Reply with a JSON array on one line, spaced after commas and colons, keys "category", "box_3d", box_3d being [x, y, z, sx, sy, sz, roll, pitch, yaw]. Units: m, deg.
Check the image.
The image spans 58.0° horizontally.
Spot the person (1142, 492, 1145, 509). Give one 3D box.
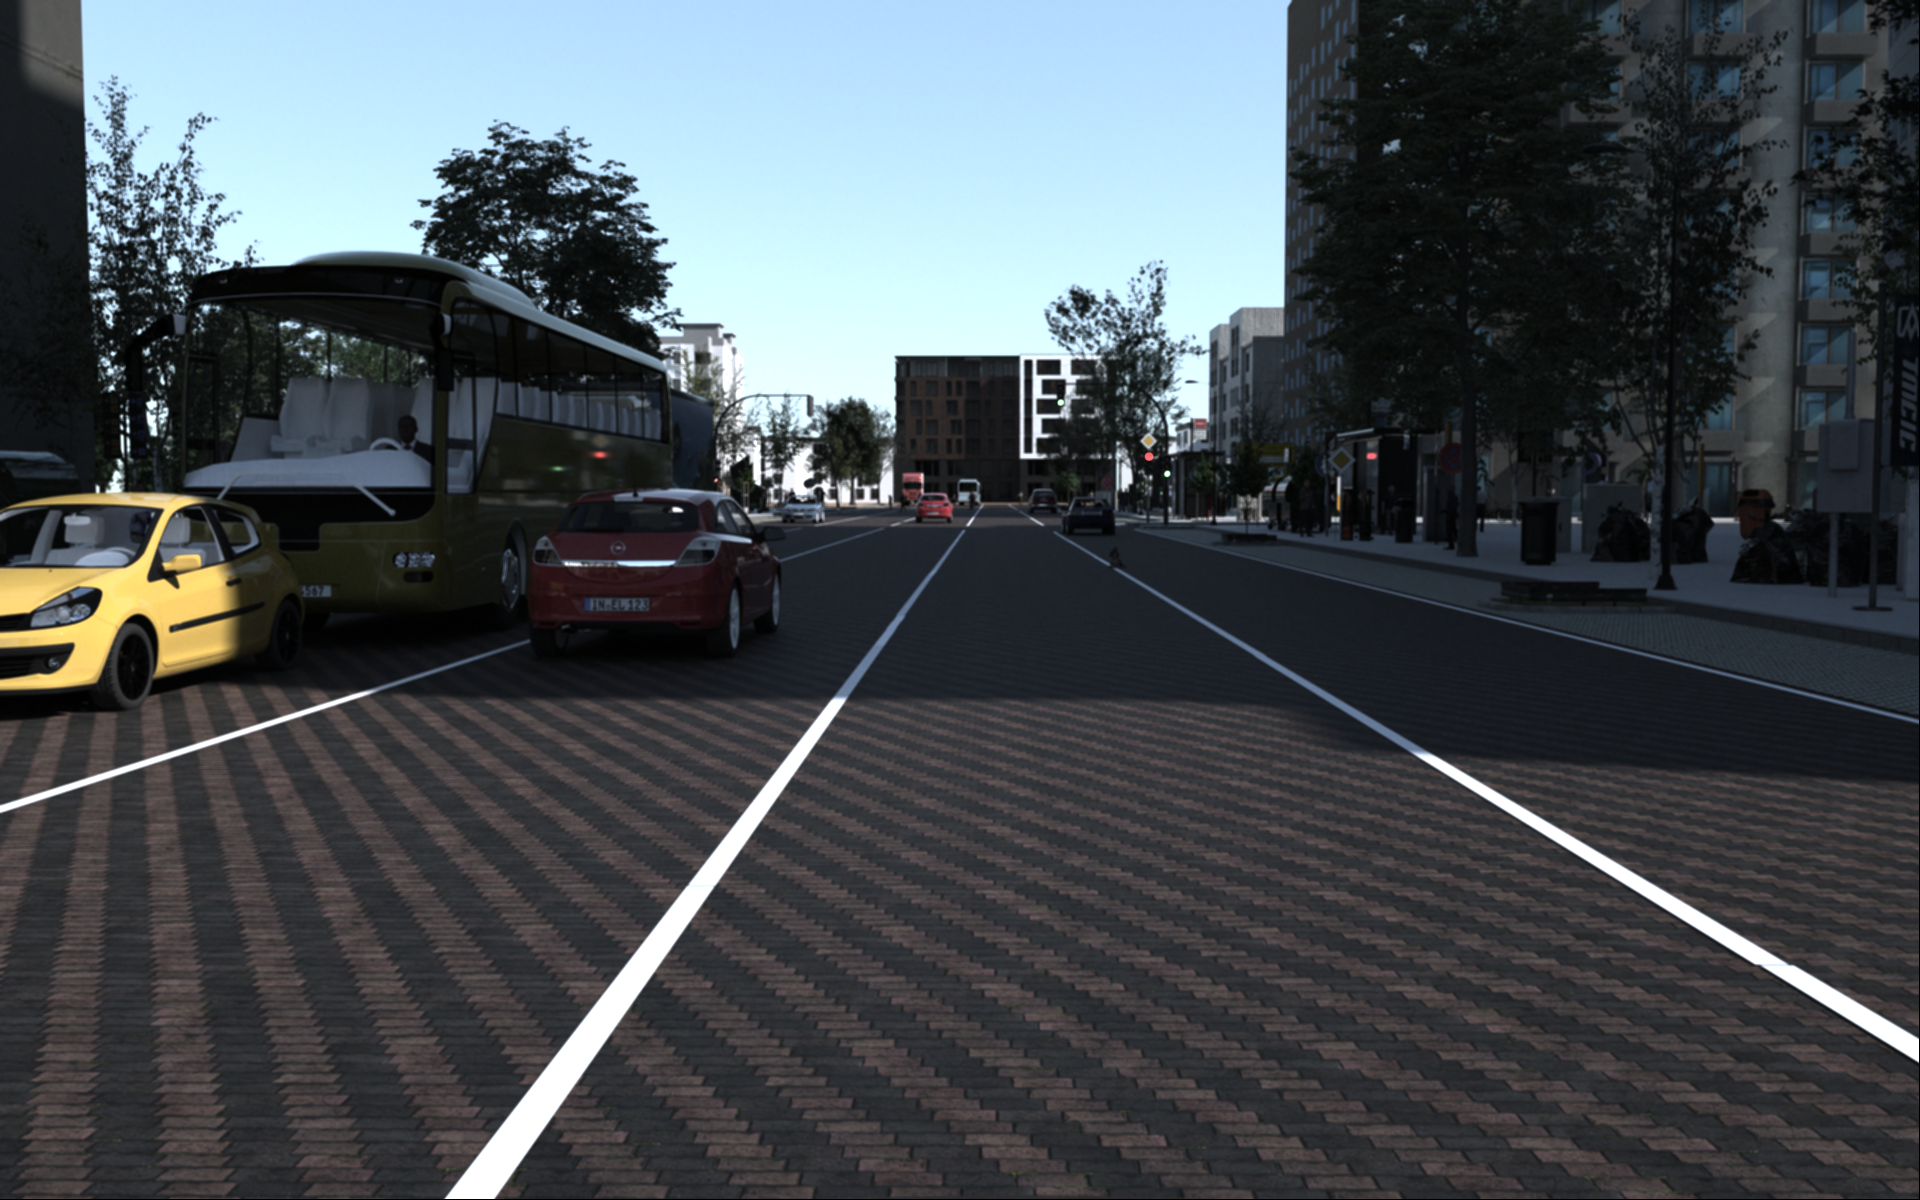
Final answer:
[{"category": "person", "box_3d": [15.763, -8.540, 148.902, 0.421, 1.427, 0.697, -1, 4, -19]}]

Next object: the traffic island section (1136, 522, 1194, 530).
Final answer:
[{"category": "traffic island section", "box_3d": [8.450, -2.979, 70.984, 2.009, 0.180, 2.903, 0, 4, 1]}]

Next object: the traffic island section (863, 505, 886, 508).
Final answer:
[{"category": "traffic island section", "box_3d": [-9.060, -9.679, 181.109, 1.991, 0.108, 1.994, 0, 4, 1]}]

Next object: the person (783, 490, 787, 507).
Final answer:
[{"category": "person", "box_3d": [-17.184, -9.959, 169.817, 0.436, 1.711, 0.756, 1, 4, 8]}]

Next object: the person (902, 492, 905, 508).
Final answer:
[{"category": "person", "box_3d": [-5.875, -10.295, 178.300, 0.415, 1.643, 0.593, -3, 5, -41]}]

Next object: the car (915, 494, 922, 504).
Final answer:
[{"category": "car", "box_3d": [-3.322, -9.543, 166.253, 2.015, 1.641, 3.980, 0, 4, 1]}]

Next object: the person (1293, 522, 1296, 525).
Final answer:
[{"category": "person", "box_3d": [12.982, -3.487, 66.959, 0.340, 1.345, 0.435, 0, 4, -7]}]

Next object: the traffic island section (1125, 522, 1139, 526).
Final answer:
[{"category": "traffic island section", "box_3d": [8.593, -3.467, 78.968, 2.009, 0.180, 2.903, 0, 4, 1]}]

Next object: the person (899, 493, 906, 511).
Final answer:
[{"category": "person", "box_3d": [-4.723, -8.057, 142.767, 0.480, 1.512, 0.613, 3, 5, 43]}]

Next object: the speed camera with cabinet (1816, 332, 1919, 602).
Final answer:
[{"category": "speed camera with cabinet", "box_3d": [11.480, -1.622, 20.850, 0.660, 3.252, 2.038, -3, 4, -38]}]

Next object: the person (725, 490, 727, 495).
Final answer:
[{"category": "person", "box_3d": [-24.281, -10.490, 178.285, 0.721, 1.736, 1.217, -2, 4, -34]}]

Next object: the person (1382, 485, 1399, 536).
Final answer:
[{"category": "person", "box_3d": [13.308, -2.752, 53.243, 0.569, 1.553, 0.471, 2, 4, 28]}]

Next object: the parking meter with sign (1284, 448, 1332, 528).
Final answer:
[{"category": "parking meter with sign", "box_3d": [13.195, -4.242, 65.616, 1.738, 3.016, 0.543, -1, 4, -9]}]

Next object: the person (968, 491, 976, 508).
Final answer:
[{"category": "person", "box_3d": [1.242, -10.273, 176.996, 0.750, 1.759, 0.617, -2, 4, -33]}]

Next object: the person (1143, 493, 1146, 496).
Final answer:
[{"category": "person", "box_3d": [16.998, -9.322, 159.165, 0.721, 1.736, 1.217, -1, 4, -10]}]

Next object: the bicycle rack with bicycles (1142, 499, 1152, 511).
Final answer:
[{"category": "bicycle rack with bicycles", "box_3d": [14.047, -6.583, 121.015, 2.852, 0.926, 2.925, 2, 4, 35]}]

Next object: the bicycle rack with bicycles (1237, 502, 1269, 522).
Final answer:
[{"category": "bicycle rack with bicycles", "box_3d": [13.815, -4.069, 79.906, 2.852, 0.926, 2.925, 2, 4, 35]}]

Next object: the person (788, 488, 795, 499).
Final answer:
[{"category": "person", "box_3d": [-12.495, -7.447, 128.713, 0.541, 1.710, 0.530, 1, 4, 17]}]

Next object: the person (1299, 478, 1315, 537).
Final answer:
[{"category": "person", "box_3d": [10.439, -2.762, 51.735, 0.617, 1.759, 0.750, -1, 4, -21]}]

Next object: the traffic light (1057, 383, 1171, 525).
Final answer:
[{"category": "traffic light", "box_3d": [6.318, -5.878, 70.766, 4.771, 5.953, 1.251, 0, 4, 1]}]

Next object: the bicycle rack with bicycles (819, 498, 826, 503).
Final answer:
[{"category": "bicycle rack with bicycles", "box_3d": [-12.587, -8.158, 146.767, 2.852, 0.926, 2.925, -2, 4, -29]}]

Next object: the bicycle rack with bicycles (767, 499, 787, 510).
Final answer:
[{"category": "bicycle rack with bicycles", "box_3d": [-13.751, -7.551, 136.841, 2.925, 0.926, 2.852, -1, 4, -10]}]

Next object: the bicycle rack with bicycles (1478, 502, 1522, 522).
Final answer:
[{"category": "bicycle rack with bicycles", "box_3d": [25.596, -4.044, 79.497, 2.852, 0.926, 2.925, -2, 4, -34]}]

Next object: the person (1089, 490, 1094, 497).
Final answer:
[{"category": "person", "box_3d": [15.260, -11.809, 199.908, 1.217, 1.735, 0.721, -3, 5, -43]}]

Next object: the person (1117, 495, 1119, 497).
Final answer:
[{"category": "person", "box_3d": [14.901, -9.725, 165.837, 0.721, 1.735, 1.217, 3, 5, 41]}]

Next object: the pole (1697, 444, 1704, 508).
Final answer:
[{"category": "pole", "box_3d": [30.027, -4.672, 70.233, 0.158, 3.312, 0.155, 0, 3, 0]}]

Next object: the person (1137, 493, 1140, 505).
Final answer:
[{"category": "person", "box_3d": [20.994, -12.008, 205.630, 0.557, 1.426, 1.065, -2, 4, -35]}]

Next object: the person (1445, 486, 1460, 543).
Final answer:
[{"category": "person", "box_3d": [13.038, -2.266, 45.459, 0.546, 1.535, 0.453, 1, 4, 12]}]

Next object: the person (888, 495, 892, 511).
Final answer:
[{"category": "person", "box_3d": [-5.751, -7.991, 143.055, 0.435, 1.345, 0.340, 2, 4, 34]}]

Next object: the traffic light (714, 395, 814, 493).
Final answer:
[{"category": "traffic light", "box_3d": [-9.072, -6.393, 79.187, 4.771, 5.953, 1.251, 0, 4, 1]}]

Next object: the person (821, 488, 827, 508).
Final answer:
[{"category": "person", "box_3d": [-12.536, -9.247, 157.252, 1.348, 1.821, 0.705, -3, 5, -44]}]

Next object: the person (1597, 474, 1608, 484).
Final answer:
[{"category": "person", "box_3d": [17.660, -2.547, 47.556, 0.709, 1.838, 0.599, 2, 4, 35]}]

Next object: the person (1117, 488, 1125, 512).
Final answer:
[{"category": "person", "box_3d": [11.423, -7.085, 122.798, 0.530, 1.710, 0.541, 0, 4, -8]}]

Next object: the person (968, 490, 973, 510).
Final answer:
[{"category": "person", "box_3d": [0.977, -9.302, 160.664, 0.705, 1.814, 1.350, 1, 4, 17]}]

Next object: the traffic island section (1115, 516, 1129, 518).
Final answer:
[{"category": "traffic island section", "box_3d": [9.029, -4.940, 103.629, 1.991, 0.108, 1.994, 0, 4, 1]}]

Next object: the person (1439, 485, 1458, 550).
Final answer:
[{"category": "person", "box_3d": [11.331, -1.915, 40.041, 0.574, 1.496, 0.600, -3, 4, -38]}]

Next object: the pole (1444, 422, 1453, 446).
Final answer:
[{"category": "pole", "box_3d": [13.810, -3.376, 49.043, 0.158, 3.312, 0.155, 0, 3, 0]}]

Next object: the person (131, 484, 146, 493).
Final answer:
[{"category": "person", "box_3d": [-11.341, -0.817, 23.929, 0.319, 1.574, 0.516, -3, 5, -40]}]

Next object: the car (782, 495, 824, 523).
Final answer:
[{"category": "car", "box_3d": [-7.834, -4.572, 86.761, 2.014, 1.417, 4.499, 0, 4, 2]}]

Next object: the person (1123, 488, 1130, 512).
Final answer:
[{"category": "person", "box_3d": [12.160, -7.327, 126.759, 0.541, 1.710, 0.530, 1, 4, 22]}]

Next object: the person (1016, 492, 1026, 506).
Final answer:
[{"category": "person", "box_3d": [7.429, -12.367, 211.430, 1.217, 1.736, 0.721, -1, 4, -9]}]

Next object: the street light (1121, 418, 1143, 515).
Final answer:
[{"category": "street light", "box_3d": [10.482, -8.130, 105.463, 1.470, 5.913, 1.316, 0, 4, 1]}]

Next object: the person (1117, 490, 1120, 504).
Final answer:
[{"category": "person", "box_3d": [19.614, -12.776, 215.032, 1.348, 1.812, 0.705, 0, 4, 5]}]

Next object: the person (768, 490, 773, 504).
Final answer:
[{"category": "person", "box_3d": [-25.371, -13.764, 231.610, 0.721, 1.766, 1.217, 1, 4, 18]}]

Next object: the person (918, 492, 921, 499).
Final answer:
[{"category": "person", "box_3d": [-3.604, -8.801, 154.264, 0.662, 1.594, 0.647, -2, 4, -32]}]

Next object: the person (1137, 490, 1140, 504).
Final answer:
[{"category": "person", "box_3d": [22.050, -12.720, 214.038, 1.348, 1.821, 0.705, -2, 4, -35]}]

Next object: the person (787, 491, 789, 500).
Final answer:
[{"category": "person", "box_3d": [-22.127, -13.192, 222.445, 1.217, 1.736, 0.721, 0, 3, 0]}]

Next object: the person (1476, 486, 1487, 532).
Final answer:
[{"category": "person", "box_3d": [17.517, -3.078, 58.575, 0.614, 1.554, 0.590, 1, 4, 13]}]

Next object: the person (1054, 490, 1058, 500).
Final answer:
[{"category": "person", "box_3d": [9.767, -10.349, 177.792, 0.705, 1.814, 1.350, -1, 4, -22]}]

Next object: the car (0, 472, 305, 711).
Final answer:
[{"category": "car", "box_3d": [-6.304, -0.151, 12.685, 2.015, 1.641, 3.980, 0, 4, 1]}]

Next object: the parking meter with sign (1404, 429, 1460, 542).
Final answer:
[{"category": "parking meter with sign", "box_3d": [12.868, -3.080, 46.615, 1.738, 3.016, 0.543, 0, 4, -1]}]

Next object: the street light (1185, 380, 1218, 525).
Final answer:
[{"category": "street light", "box_3d": [9.872, -6.012, 70.832, 1.470, 5.913, 1.316, 0, 4, 1]}]

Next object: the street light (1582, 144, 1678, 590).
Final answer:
[{"category": "street light", "box_3d": [8.951, -3.094, 23.131, 1.470, 5.913, 1.316, 0, 4, 1]}]

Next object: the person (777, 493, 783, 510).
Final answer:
[{"category": "person", "box_3d": [-14.925, -8.153, 143.247, 0.435, 1.345, 0.340, -2, 4, -28]}]

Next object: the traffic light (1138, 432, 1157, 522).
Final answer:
[{"category": "traffic light", "box_3d": [8.553, -5.501, 78.854, 0.839, 4.253, 0.868, 0, 4, 1]}]

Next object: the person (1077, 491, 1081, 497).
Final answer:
[{"category": "person", "box_3d": [11.989, -10.240, 174.932, 0.415, 1.643, 0.593, 2, 4, 24]}]

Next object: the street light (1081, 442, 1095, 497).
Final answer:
[{"category": "street light", "box_3d": [11.370, -11.054, 153.275, 1.470, 5.913, 1.316, 0, 4, 1]}]

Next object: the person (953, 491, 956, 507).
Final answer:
[{"category": "person", "box_3d": [-0.726, -11.496, 197.139, 0.721, 1.739, 1.217, 0, 4, 4]}]

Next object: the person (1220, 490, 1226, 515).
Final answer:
[{"category": "person", "box_3d": [15.295, -5.656, 100.990, 0.523, 1.526, 0.387, 2, 4, 32]}]
